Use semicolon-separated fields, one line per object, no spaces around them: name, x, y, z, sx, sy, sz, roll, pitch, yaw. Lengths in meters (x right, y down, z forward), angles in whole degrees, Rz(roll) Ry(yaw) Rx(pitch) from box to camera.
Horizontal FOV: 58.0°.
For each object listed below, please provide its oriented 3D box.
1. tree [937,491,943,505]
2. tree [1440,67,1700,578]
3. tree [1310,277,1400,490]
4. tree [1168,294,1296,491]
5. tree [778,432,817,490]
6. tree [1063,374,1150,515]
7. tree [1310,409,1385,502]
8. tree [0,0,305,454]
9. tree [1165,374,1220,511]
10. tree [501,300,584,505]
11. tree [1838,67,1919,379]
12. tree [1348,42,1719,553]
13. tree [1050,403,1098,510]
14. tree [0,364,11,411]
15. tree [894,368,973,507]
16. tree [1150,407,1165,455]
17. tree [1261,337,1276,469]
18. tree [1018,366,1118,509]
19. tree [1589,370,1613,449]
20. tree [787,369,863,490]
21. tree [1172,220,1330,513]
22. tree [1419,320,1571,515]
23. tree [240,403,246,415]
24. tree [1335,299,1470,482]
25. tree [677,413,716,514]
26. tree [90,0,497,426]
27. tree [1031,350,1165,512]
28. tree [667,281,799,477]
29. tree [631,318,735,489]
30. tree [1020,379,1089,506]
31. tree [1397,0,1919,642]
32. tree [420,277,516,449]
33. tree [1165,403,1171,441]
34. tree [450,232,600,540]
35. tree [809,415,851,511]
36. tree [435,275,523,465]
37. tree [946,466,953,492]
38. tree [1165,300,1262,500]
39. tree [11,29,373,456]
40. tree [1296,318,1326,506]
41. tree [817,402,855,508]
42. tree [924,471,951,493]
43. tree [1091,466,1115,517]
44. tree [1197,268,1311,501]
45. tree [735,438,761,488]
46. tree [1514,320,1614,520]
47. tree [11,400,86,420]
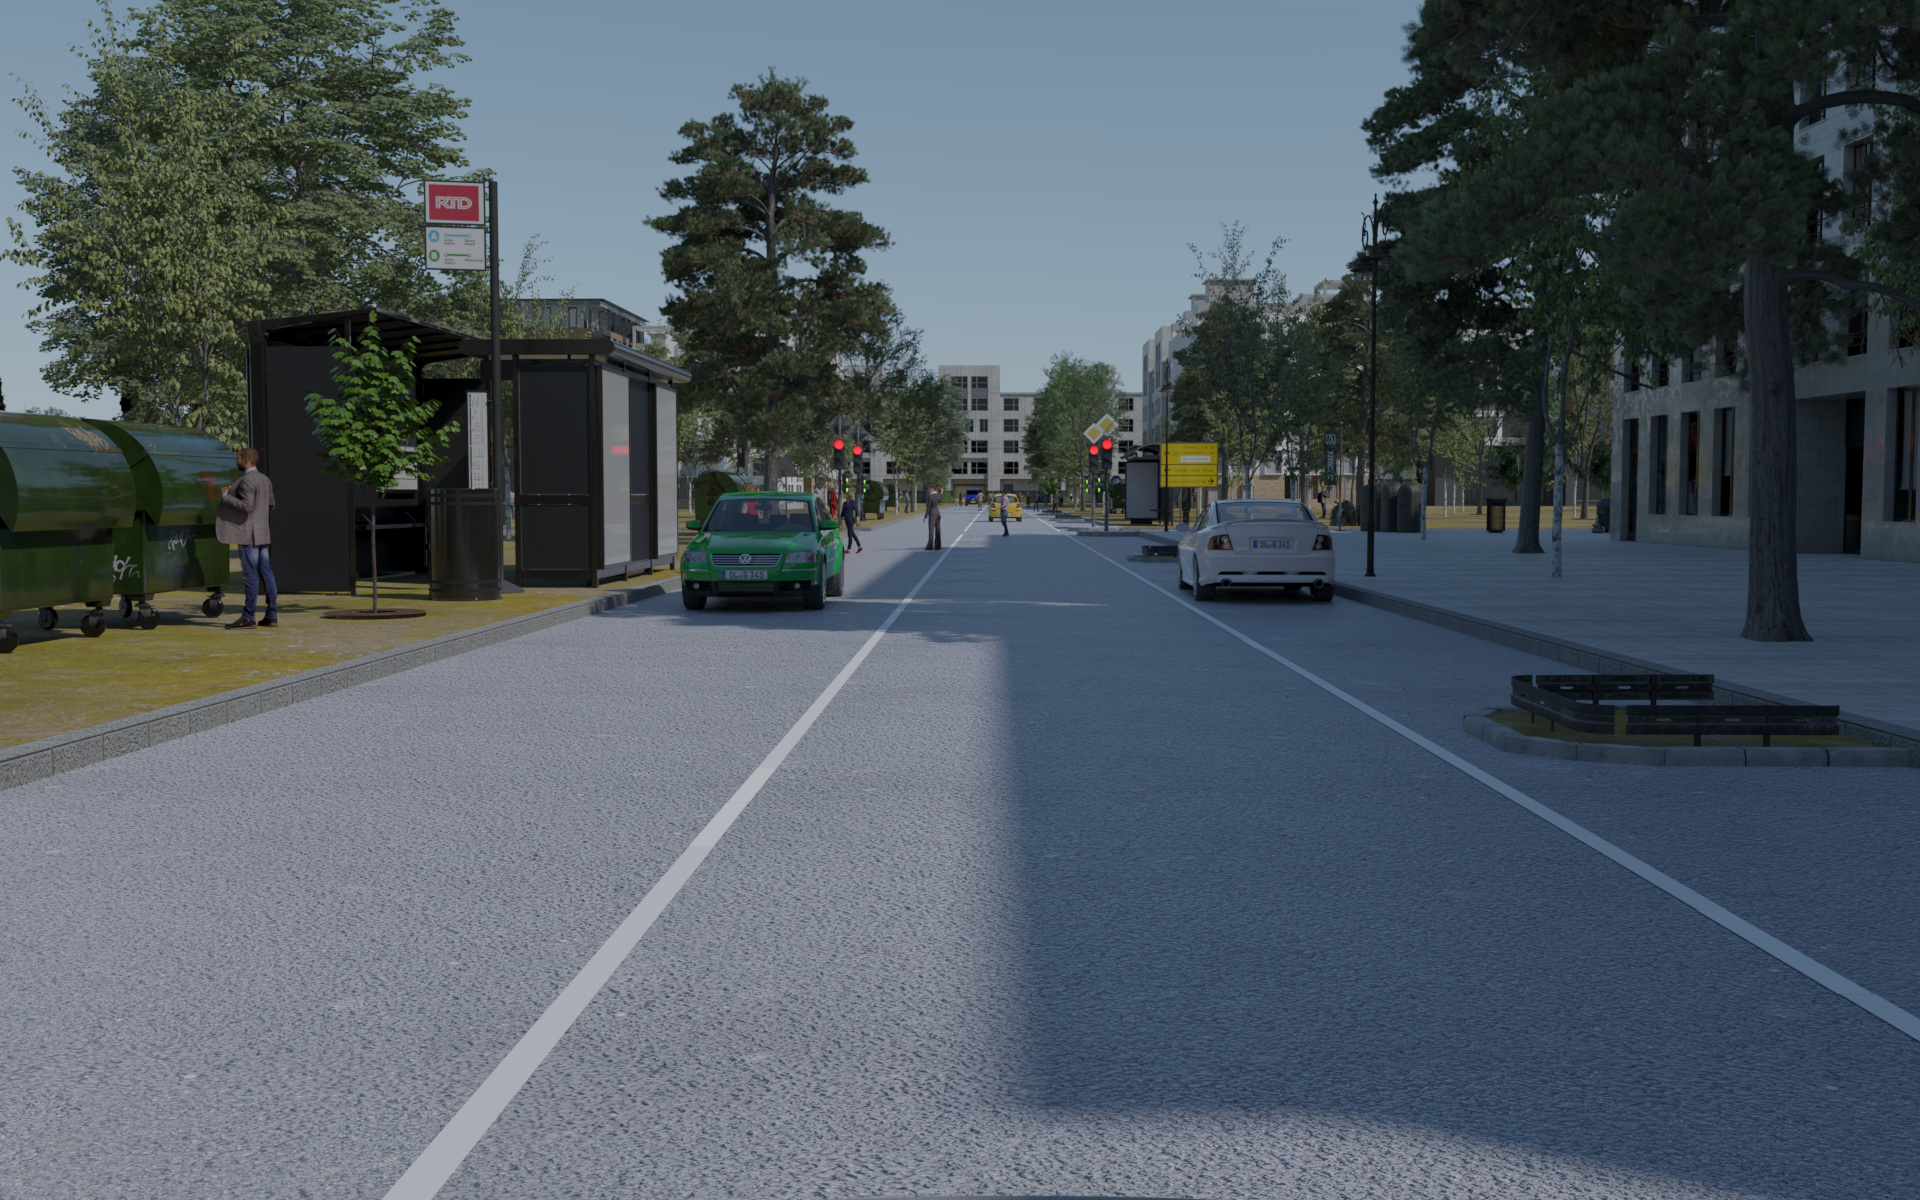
tree;-2.506;-13.167;209.884;1.663;3.219;1.824;0;3;0
tree;9.430;-4.653;26.436;4.737;8.622;4.395;0;3;0
tree;13.241;-6.021;48.811;4.737;8.622;4.395;0;3;0
tree;17.007;-12.365;109.586;7.806;13.903;7.818;0;3;0
tree;-12.784;-10.375;119.999;4.360;8.622;3.978;0;3;0
tree;8.568;-9.494;105.595;4.360;8.622;3.978;0;3;0
tree;30.625;-12.195;133.794;7.601;10.594;8.767;0;4;5
tree;-11.646;-4.604;25.632;4.737;8.622;4.395;0;3;0
tree;18.748;-12.570;131.271;9.928;11.665;9.643;0;3;0
tree;-27.066;-12.197;109.797;12.009;13.543;11.850;0;3;0
tree;14.654;-4.592;25.443;4.737;8.622;4.395;0;3;0
tree;12.600;-7.937;37.186;7.806;13.903;7.818;0;3;0
tree;9.570;-11.545;139.119;4.737;8.622;4.395;0;3;0
tree;-50.549;-11.037;82.277;18.604;14.587;13.155;0;4;3
tree;-3.225;-16.534;176.987;9.857;13.997;8.962;0;3;0
tree;16.327;-11.566;139.463;4.360;8.622;3.978;0;3;0
tree;17.903;-9.482;77.094;6.751;12.117;7.091;0;3;0
tree;10.414;-14.333;152.473;7.486;12.596;7.792;0;3;0
tree;29.472;-7.616;74.876;4.360;8.622;3.978;0;3;0
tree;-11.337;-13.437;137.829;7.486;12.596;7.792;0;3;0
tree;7.771;-5.873;46.379;4.360;8.622;3.978;0;3;0
tree;32.138;-11.986;106.337;12.009;13.543;11.850;0;3;0
tree;-51.186;-13.293;119.158;18.604;14.587;13.155;0;4;3
tree;21.961;-10.302;86.562;7.486;12.596;7.792;0;3;0
tree;-16.900;-9.721;109.307;4.360;8.622;3.978;0;3;0
tree;-12.638;-7.039;33.216;7.486;12.596;7.792;0;3;0
tree;8.808;-12.214;125.447;9.928;11.665;9.643;0;3;0
tree;-11.643;-11.284;91.923;7.806;13.903;7.818;0;3;0
tree;-12.265;-7.544;73.703;4.737;8.622;4.395;0;3;0
tree;10.382;-16.816;182.369;7.806;13.903;7.818;0;3;0
tree;7.089;-5.681;14.944;6.751;12.117;7.091;0;3;0
tree;-21.755;-8.623;75.396;8.767;10.594;7.601;0;4;-8
tree;16.662;-10.275;118.356;4.360;8.622;3.978;0;3;0
tree;-12.448;-5.999;48.446;4.737;8.622;4.395;0;3;0
tree;-8.138;-9.879;111.882;4.737;8.622;4.395;0;3;0
tree;-28.196;-11.687;98.499;7.806;13.903;7.818;0;3;0
tree;-2.652;-15.101;197.265;4.737;8.622;4.395;0;3;0
tree;14.904;-10.710;97.161;6.751;12.117;7.091;0;3;0
tree;-21.192;-8.665;48.322;9.857;13.997;8.962;0;3;0
tree;23.730;-13.020;120.300;7.806;13.903;7.818;0;3;0
tree;-9.477;-11.014;130.438;4.360;8.622;3.978;0;3;0
tree;-2.614;-13.373;202.363;4.285;4.588;4.351;0;3;0
tree;8.387;-6.401;99.259;1.663;3.219;1.824;0;3;0
tree;10.706;-6.449;55.805;4.737;8.622;4.395;0;3;0
tree;-16.546;-10.959;129.548;4.737;8.622;4.395;0;3;0
tree;31.364;-9.838;86.604;9.928;11.665;9.643;0;3;0
tree;-44.977;-8.383;99.963;11.467;7.101;20.602;1;4;11
